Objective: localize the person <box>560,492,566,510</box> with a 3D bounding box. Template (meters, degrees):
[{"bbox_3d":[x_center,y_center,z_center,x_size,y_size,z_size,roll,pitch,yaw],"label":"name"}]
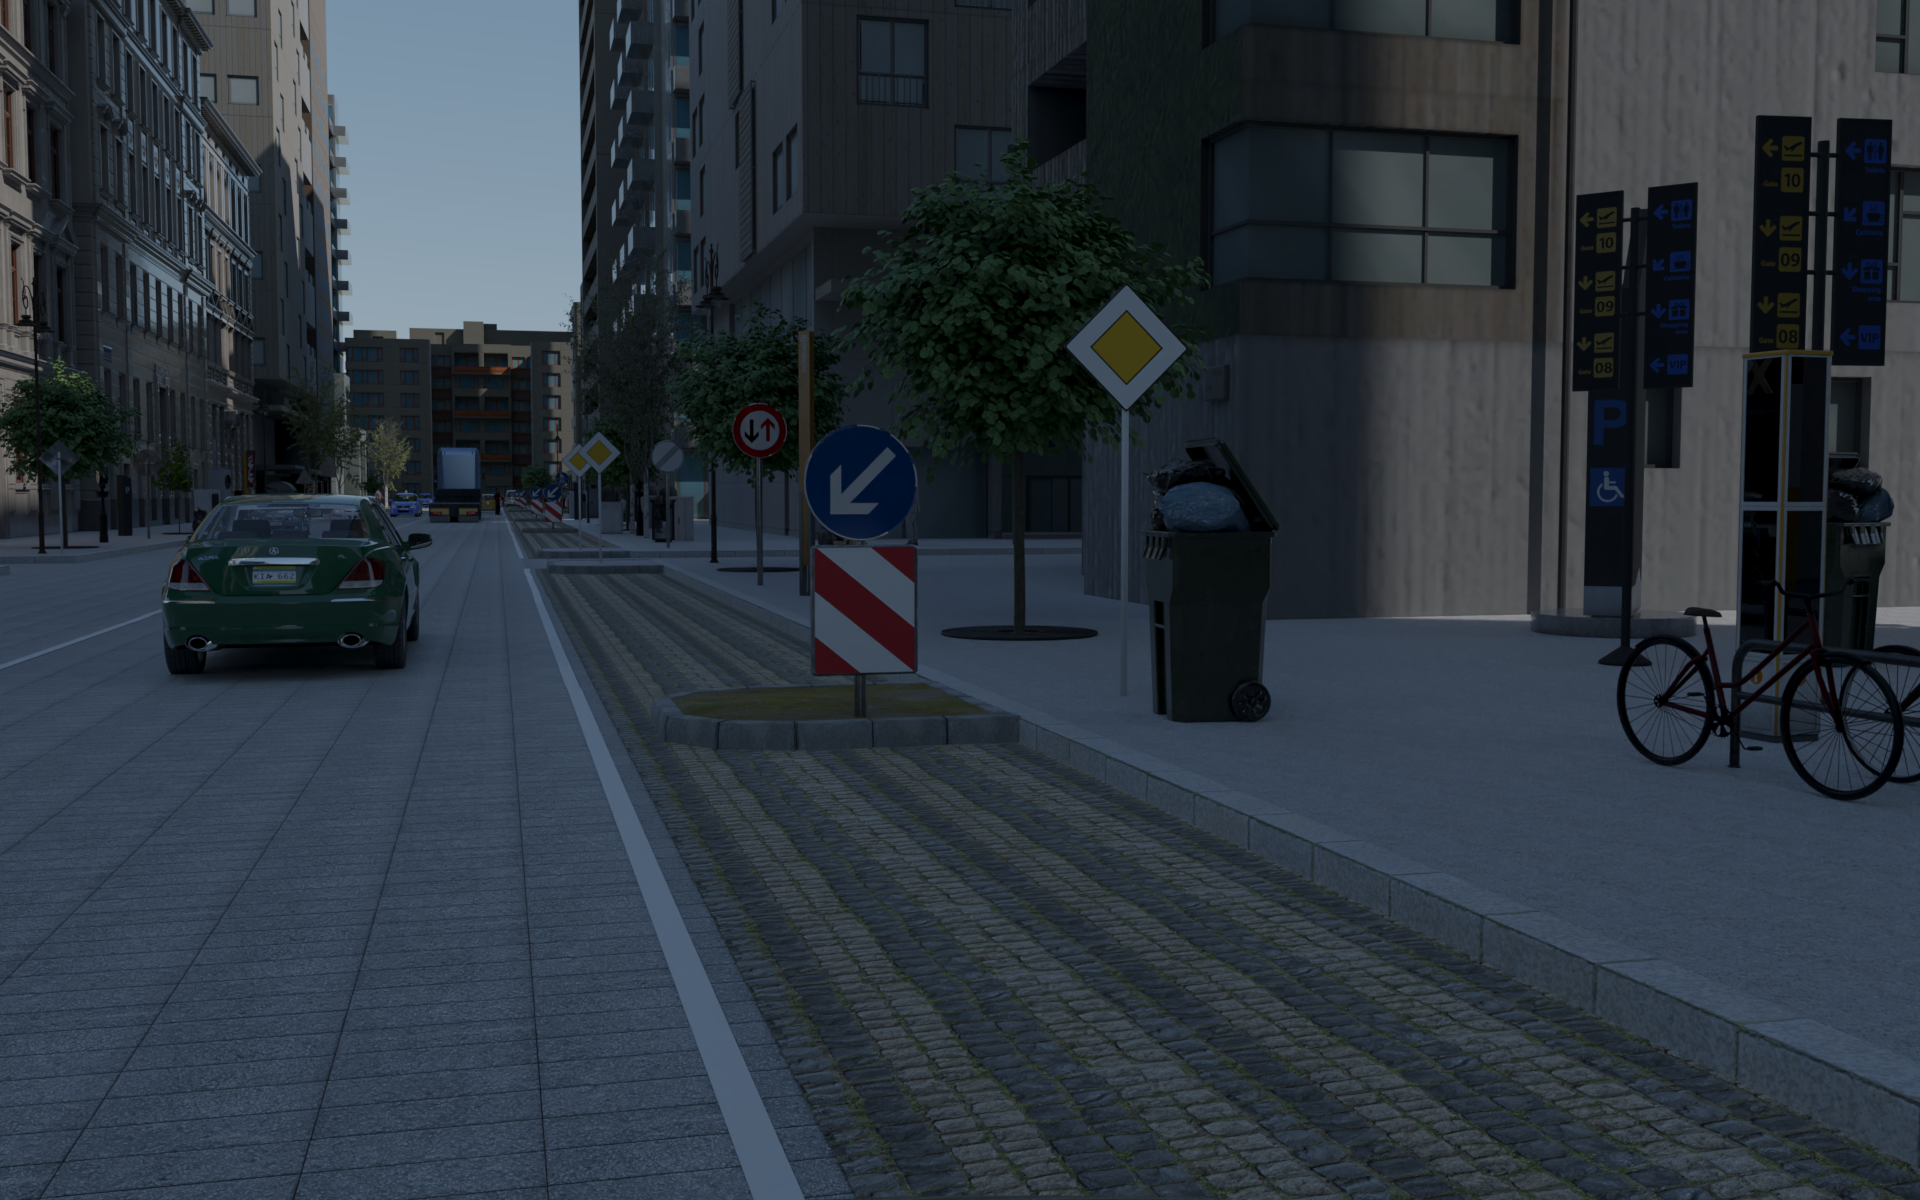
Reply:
[{"bbox_3d":[-32.821,-8.307,142.807,0.756,1.711,0.436,3,5,40],"label":"person"}]

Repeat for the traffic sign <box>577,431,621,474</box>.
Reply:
[{"bbox_3d":[-6.659,-1.830,32.118,0.795,2.593,0.064,-1,4,-15],"label":"traffic sign"}]

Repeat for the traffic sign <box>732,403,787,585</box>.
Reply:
[{"bbox_3d":[-2.809,-1.479,24.295,0.768,2.556,0.104,-1,4,-14],"label":"traffic sign"}]

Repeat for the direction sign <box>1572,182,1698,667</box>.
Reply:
[{"bbox_3d":[5.010,-1.281,12.942,0.876,3.537,0.379,3,5,39],"label":"direction sign"}]

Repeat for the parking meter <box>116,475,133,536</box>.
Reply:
[{"bbox_3d":[-25.578,-2.895,53.037,0.255,1.863,0.399,1,4,14],"label":"parking meter"}]

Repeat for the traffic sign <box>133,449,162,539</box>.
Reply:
[{"bbox_3d":[-23.164,-3.014,49.383,0.768,2.556,0.104,-1,4,-12],"label":"traffic sign"}]

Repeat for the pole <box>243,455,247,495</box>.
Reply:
[{"bbox_3d":[-36.958,-5.853,89.547,0.158,3.312,0.155,0,3,0],"label":"pole"}]

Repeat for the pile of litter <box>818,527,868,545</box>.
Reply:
[{"bbox_3d":[-2.904,-1.809,43.544,1.176,0.858,1.719,3,5,41],"label":"pile of litter"}]

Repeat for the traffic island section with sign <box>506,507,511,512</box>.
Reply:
[{"bbox_3d":[-35.337,-7.993,139.316,1.989,1.847,2.006,-1,4,-15],"label":"traffic island section with sign"}]

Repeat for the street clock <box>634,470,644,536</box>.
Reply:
[{"bbox_3d":[-9.826,-2.968,53.102,0.358,2.002,0.471,-2,4,-32],"label":"street clock"}]

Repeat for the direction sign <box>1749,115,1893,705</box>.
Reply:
[{"bbox_3d":[5.195,-1.133,10.514,0.876,3.537,0.379,-1,4,-8],"label":"direction sign"}]

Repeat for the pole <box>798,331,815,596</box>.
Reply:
[{"bbox_3d":[-1.926,-1.709,21.779,0.158,3.312,0.155,0,3,0],"label":"pole"}]

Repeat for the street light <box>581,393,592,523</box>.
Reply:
[{"bbox_3d":[-16.438,-6.339,76.438,0.468,5.910,1.993,-1,4,-15],"label":"street light"}]

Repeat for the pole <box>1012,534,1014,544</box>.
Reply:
[{"bbox_3d":[1.446,-3.072,44.073,0.158,3.312,0.155,0,3,0],"label":"pole"}]

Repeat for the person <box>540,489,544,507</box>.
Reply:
[{"bbox_3d":[-41.610,-10.174,172.397,0.705,1.823,1.348,0,4,4],"label":"person"}]

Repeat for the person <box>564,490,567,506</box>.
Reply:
[{"bbox_3d":[-36.574,-9.416,160.519,1.217,1.766,0.721,0,4,6],"label":"person"}]

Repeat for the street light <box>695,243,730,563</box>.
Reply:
[{"bbox_3d":[-4.586,-3.630,32.134,0.468,5.910,1.993,-1,4,-15],"label":"street light"}]

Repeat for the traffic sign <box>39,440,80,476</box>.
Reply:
[{"bbox_3d":[-19.255,-2.132,37.043,0.795,2.593,0.064,-1,4,-15],"label":"traffic sign"}]

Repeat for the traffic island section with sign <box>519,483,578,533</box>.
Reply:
[{"bbox_3d":[-15.228,-3.401,64.238,1.989,1.847,2.006,-1,4,-15],"label":"traffic island section with sign"}]

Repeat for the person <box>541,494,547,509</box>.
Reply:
[{"bbox_3d":[-36.682,-9.002,153.164,0.705,1.831,1.348,-3,4,-37],"label":"person"}]

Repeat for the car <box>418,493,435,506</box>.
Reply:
[{"bbox_3d":[-55.373,-10.382,179.338,1.945,1.707,3.694,-1,4,-16],"label":"car"}]

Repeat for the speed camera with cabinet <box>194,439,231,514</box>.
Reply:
[{"bbox_3d":[-26.639,-4.124,61.764,0.660,3.252,2.038,0,4,-2],"label":"speed camera with cabinet"}]

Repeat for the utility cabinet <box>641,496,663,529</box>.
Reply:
[{"bbox_3d":[-11.558,-3.279,64.766,0.306,1.237,1.020,2,4,32],"label":"utility cabinet"}]

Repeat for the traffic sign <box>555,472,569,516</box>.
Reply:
[{"bbox_3d":[-22.835,-6.075,99.437,0.768,2.556,0.104,-1,4,-10],"label":"traffic sign"}]

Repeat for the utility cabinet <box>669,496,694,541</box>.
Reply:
[{"bbox_3d":[-7.686,-2.221,47.481,0.306,1.237,1.020,-3,5,-40],"label":"utility cabinet"}]

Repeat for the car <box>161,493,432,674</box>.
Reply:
[{"bbox_3d":[-5.808,-0.218,15.366,2.131,1.459,4.920,-1,4,-15],"label":"car"}]

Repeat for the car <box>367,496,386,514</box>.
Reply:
[{"bbox_3d":[-24.046,-3.481,69.283,2.083,1.381,4.827,-1,4,-13],"label":"car"}]

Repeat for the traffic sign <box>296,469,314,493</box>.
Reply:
[{"bbox_3d":[-33.485,-5.414,88.528,0.884,2.594,0.081,-1,4,-14],"label":"traffic sign"}]

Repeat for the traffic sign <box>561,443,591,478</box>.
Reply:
[{"bbox_3d":[-8.725,-2.302,39.832,0.795,2.593,0.064,-1,4,-15],"label":"traffic sign"}]

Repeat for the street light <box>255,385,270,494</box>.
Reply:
[{"bbox_3d":[-29.399,-6.144,73.236,0.468,5.910,1.993,-1,4,-15],"label":"street light"}]

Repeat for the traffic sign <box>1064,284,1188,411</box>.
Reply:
[{"bbox_3d":[1.062,-0.683,10.903,0.795,2.593,0.064,-1,4,-9],"label":"traffic sign"}]

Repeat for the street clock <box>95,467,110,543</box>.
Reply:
[{"bbox_3d":[-22.616,-2.515,45.695,0.358,2.002,0.471,-3,4,-38],"label":"street clock"}]

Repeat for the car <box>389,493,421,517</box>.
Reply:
[{"bbox_3d":[-34.938,-6.087,109.117,1.945,1.707,3.694,-1,4,-14],"label":"car"}]

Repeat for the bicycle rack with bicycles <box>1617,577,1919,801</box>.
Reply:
[{"bbox_3d":[4.643,0.371,7.319,2.852,0.926,2.925,-1,4,-15],"label":"bicycle rack with bicycles"}]

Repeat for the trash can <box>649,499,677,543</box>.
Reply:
[{"bbox_3d":[-7.883,-2.100,45.995,0.748,1.137,0.748,0,3,0],"label":"trash can"}]

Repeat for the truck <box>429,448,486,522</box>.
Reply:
[{"bbox_3d":[-27.714,-6.465,95.468,2.967,4.110,18.799,-1,4,-15],"label":"truck"}]

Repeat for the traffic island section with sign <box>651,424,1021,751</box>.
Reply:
[{"bbox_3d":[-0.858,-0.120,10.596,1.989,1.847,2.006,-1,4,-15],"label":"traffic island section with sign"}]

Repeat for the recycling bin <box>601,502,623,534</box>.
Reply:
[{"bbox_3d":[-11.245,-2.649,55.870,0.722,1.027,0.722,-1,4,-8],"label":"recycling bin"}]

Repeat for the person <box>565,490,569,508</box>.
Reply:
[{"bbox_3d":[-35.728,-9.242,157.823,0.621,1.740,0.551,0,4,-6],"label":"person"}]

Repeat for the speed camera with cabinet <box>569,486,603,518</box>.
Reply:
[{"bbox_3d":[-19.989,-6.049,93.229,2.038,3.252,0.660,-2,4,-29],"label":"speed camera with cabinet"}]

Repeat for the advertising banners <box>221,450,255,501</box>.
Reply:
[{"bbox_3d":[-28.945,-4.480,69.435,2.074,3.025,0.090,2,4,27],"label":"advertising banners"}]

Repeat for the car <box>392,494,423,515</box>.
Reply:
[{"bbox_3d":[-37.727,-6.617,118.403,2.015,1.641,3.980,-1,4,-14],"label":"car"}]

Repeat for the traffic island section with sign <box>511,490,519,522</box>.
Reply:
[{"bbox_3d":[-22.208,-4.994,90.278,1.989,1.847,2.006,-1,4,-15],"label":"traffic island section with sign"}]

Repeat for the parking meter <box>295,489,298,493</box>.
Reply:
[{"bbox_3d":[-33.672,-4.842,87.583,0.372,1.533,0.369,0,3,0],"label":"parking meter"}]

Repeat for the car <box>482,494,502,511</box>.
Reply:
[{"bbox_3d":[-35.918,-7.438,131.830,2.015,1.641,3.980,-1,4,-15],"label":"car"}]

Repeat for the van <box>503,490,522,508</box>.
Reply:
[{"bbox_3d":[-47.149,-10.740,182.602,2.013,2.044,4.112,-1,4,-15],"label":"van"}]

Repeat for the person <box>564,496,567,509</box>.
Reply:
[{"bbox_3d":[-34.648,-8.861,151.634,0.721,1.735,1.217,-3,4,-37],"label":"person"}]

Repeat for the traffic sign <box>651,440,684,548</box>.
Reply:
[{"bbox_3d":[-6.945,-2.511,41.164,0.768,2.556,0.104,-1,4,-12],"label":"traffic sign"}]

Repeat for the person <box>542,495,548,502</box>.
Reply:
[{"bbox_3d":[-37.595,-9.179,156.645,0.750,1.759,0.617,-2,4,-33],"label":"person"}]

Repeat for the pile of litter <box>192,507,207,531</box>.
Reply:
[{"bbox_3d":[-25.890,-2.793,59.634,1.176,0.858,1.719,0,4,-7],"label":"pile of litter"}]

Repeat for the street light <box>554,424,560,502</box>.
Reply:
[{"bbox_3d":[-26.135,-8.547,112.534,0.468,5.910,1.993,-1,4,-15],"label":"street light"}]

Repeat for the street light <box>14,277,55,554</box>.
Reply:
[{"bbox_3d":[-19.751,-3.933,37.096,0.468,5.910,1.993,-1,4,-15],"label":"street light"}]

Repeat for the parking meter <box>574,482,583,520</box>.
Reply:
[{"bbox_3d":[-18.987,-4.923,86.203,0.255,1.863,0.399,3,5,42],"label":"parking meter"}]
